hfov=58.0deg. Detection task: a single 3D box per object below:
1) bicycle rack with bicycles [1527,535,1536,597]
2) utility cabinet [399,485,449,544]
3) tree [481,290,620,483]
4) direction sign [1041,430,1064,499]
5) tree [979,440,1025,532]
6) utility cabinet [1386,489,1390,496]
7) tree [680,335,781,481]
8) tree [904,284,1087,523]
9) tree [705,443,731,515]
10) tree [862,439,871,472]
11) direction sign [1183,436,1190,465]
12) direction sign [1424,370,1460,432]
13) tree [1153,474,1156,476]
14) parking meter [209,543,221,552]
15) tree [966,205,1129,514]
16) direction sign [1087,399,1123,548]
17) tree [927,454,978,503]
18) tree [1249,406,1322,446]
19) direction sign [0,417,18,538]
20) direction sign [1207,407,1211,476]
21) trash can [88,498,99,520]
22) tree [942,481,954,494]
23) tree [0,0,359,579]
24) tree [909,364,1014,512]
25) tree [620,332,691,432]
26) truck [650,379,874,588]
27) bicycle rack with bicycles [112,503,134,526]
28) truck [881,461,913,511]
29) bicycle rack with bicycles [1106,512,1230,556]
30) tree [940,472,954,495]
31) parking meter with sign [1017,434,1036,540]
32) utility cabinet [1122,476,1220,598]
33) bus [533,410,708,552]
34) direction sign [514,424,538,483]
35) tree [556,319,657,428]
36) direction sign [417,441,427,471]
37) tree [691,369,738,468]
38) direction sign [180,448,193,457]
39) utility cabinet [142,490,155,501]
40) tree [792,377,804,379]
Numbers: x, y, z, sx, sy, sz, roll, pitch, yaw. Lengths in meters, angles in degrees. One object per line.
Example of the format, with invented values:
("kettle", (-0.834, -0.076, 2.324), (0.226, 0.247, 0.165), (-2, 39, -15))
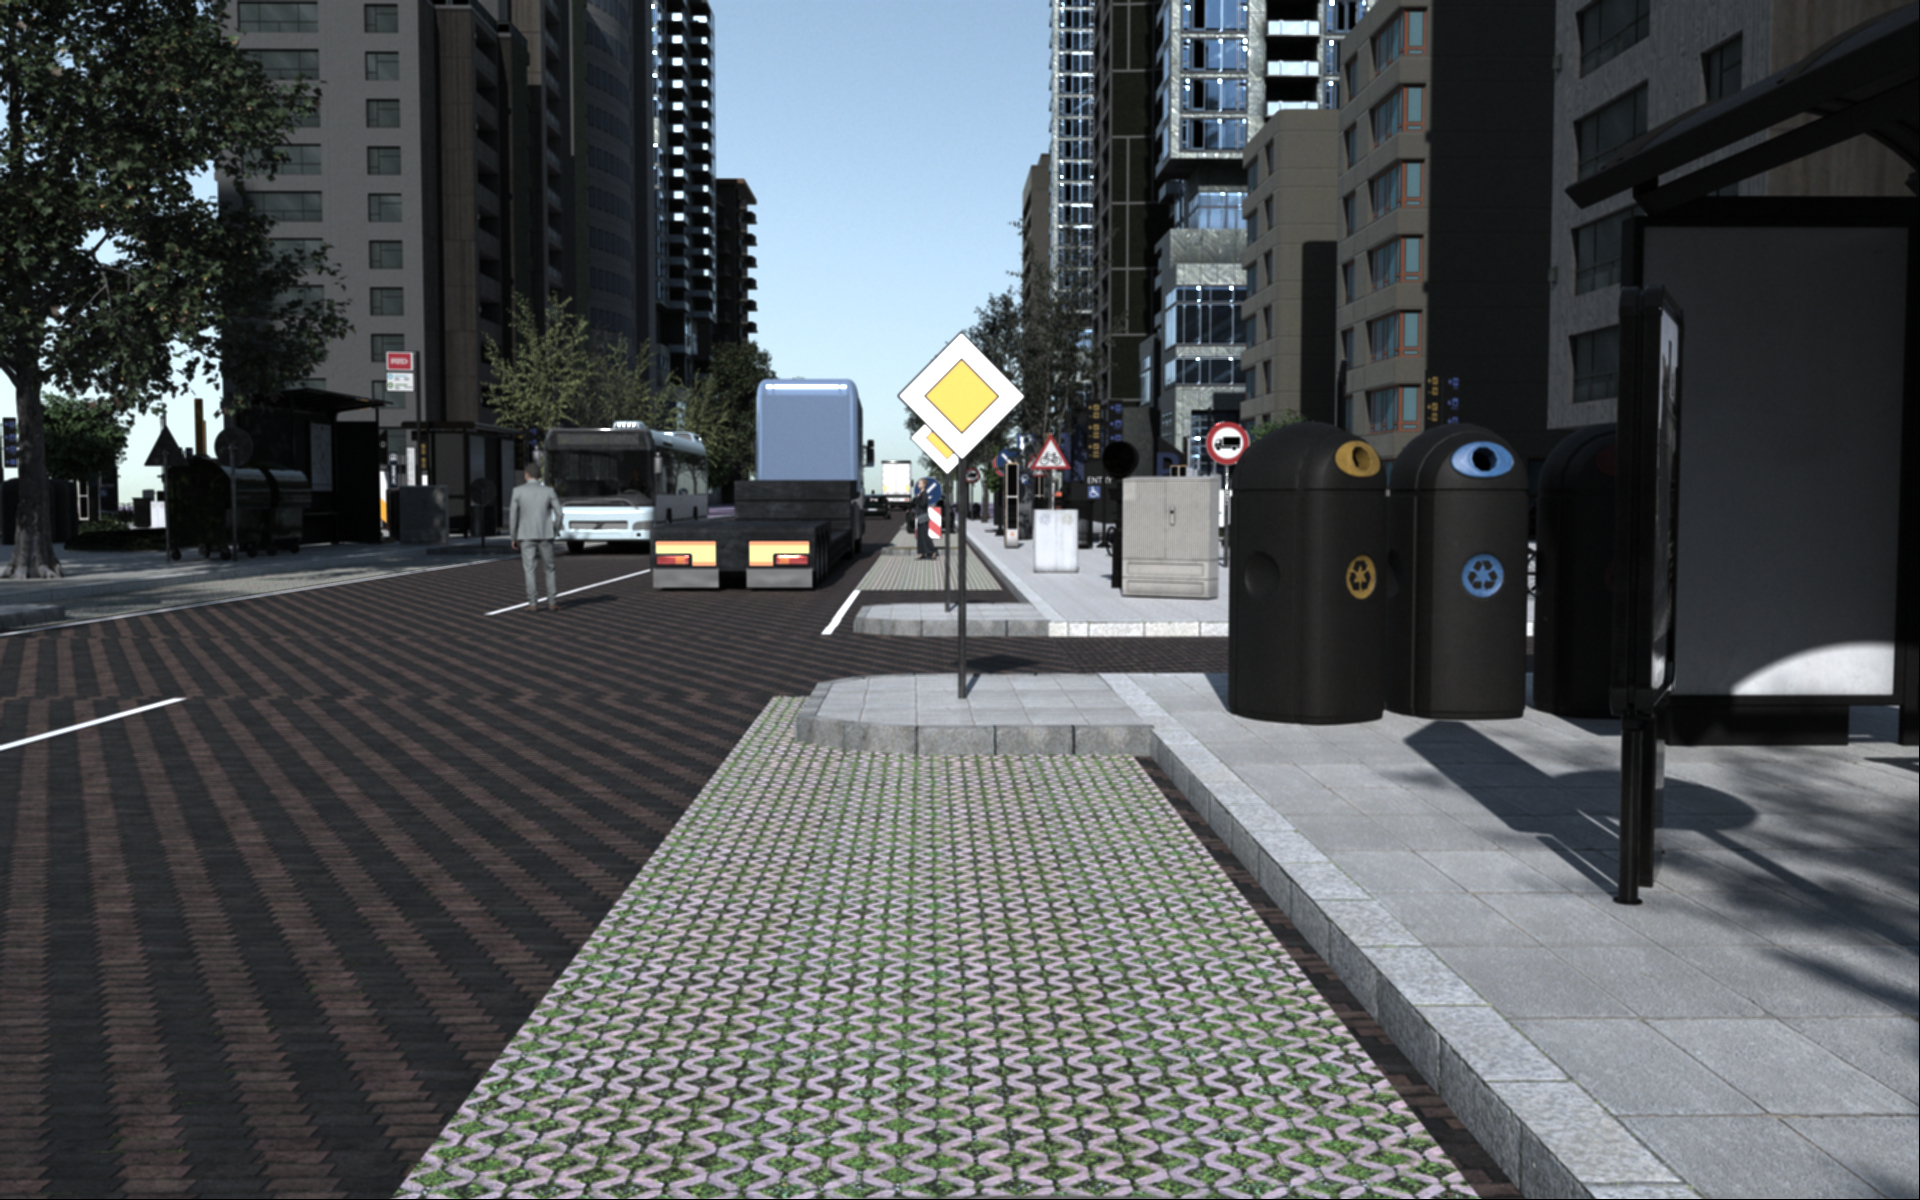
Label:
("bicycle rack with bicycles", (7.736, -0.459, 20.893), (2.852, 0.926, 2.925), (-3, 5, -43))
("utility cabinet", (-13.611, -2.160, 43.991), (1.173, 1.500, 0.318), (0, 4, 1))
("tree", (-14.852, -6.813, 61.752), (4.737, 8.622, 4.395), (0, 3, 0))
("direction sign", (3.303, -4.221, 61.009), (0.876, 3.537, 0.379), (0, 4, -1))
("tree", (1.342, -3.918, 58.667), (1.663, 3.219, 1.824), (0, 3, 0))
("utility cabinet", (12.706, -2.617, 51.473), (0.318, 1.500, 1.173), (0, 4, -3))
("tree", (-15.802, -12.738, 125.267), (9.611, 12.733, 9.660), (0, 3, 0))
("tree", (1.355, -8.740, 77.318), (7.601, 10.594, 8.767), (3, 4, 38))
("tree", (-15.898, -7.680, 109.289), (4.285, 4.588, 4.351), (0, 3, 0))
("tree", (-17.717, -20.911, 252.257), (12.009, 13.543, 11.850), (0, 3, 0))
("direction sign", (8.884, -4.650, 68.027), (0.379, 3.537, 0.876), (0, 4, -7))
("direction sign", (8.857, -2.440, 31.883), (0.876, 3.537, 0.379), (-2, 4, -32))
("tree", (10.883, -5.903, 91.118), (1.663, 3.219, 1.824), (0, 3, 0))
("parking meter", (-16.442, -1.984, 38.146), (0.255, 1.863, 0.399), (-1, 4, -23))
("tree", (2.373, -5.780, 44.873), (4.360, 8.622, 3.978), (0, 3, 0))
("direction sign", (3.464, -3.031, 41.548), (0.876, 3.537, 0.379), (-1, 4, -10))
("tree", (-0.705, -19.518, 237.239), (7.486, 12.596, 7.792), (0, 3, 0))
("tree", (12.286, -4.954, 64.715), (4.285, 4.588, 4.351), (0, 3, 0))
("direction sign", (-28.351, -3.622, 51.212), (0.876, 3.537, 0.379), (-1, 4, -19))
("direction sign", (6.532, -3.270, 45.461), (0.379, 3.537, 0.876), (0, 4, 4))
("trash can", (-31.883, -3.164, 63.380), (0.748, 1.137, 0.748), (0, 3, 0))
("tree", (-1.885, -14.127, 225.574), (1.663, 3.219, 1.824), (0, 3, 0))
("tree", (-14.275, -6.689, 26.368), (9.611, 12.733, 9.660), (0, 3, 0))
("tree", (0.227, -12.134, 124.146), (9.928, 11.665, 9.643), (0, 3, 0))
("tree", (-15.130, -7.914, 79.753), (4.737, 8.622, 4.395), (0, 3, 0))
("truck", (-3.484, -2.749, 34.700), (2.967, 4.110, 18.799), (0, 4, -1))
("bicycle rack with bicycles", (-33.064, -3.458, 69.926), (2.852, 0.926, 2.925), (0, 4, 8))
("truck", (-5.481, -9.902, 150.814), (2.839, 4.237, 11.283), (0, 4, -1))
("bicycle rack with bicycles", (4.351, -1.298, 34.602), (2.852, 0.926, 2.925), (-1, 4, -9))
("tree", (0.950, -8.368, 87.185), (4.360, 8.622, 3.978), (0, 3, 0))
("parking meter with sign", (1.841, -3.242, 49.270), (0.543, 3.016, 1.738), (0, 4, 5))
("utility cabinet", (2.586, -0.775, 21.353), (1.173, 1.500, 0.318), (2, 4, 32))
("bus", (-8.669, -3.129, 46.012), (2.948, 3.499, 13.247), (0, 4, -2))
("direction sign", (-14.145, -3.946, 56.520), (0.379, 3.537, 0.876), (3, 5, 40))
("tree", (-15.134, -7.498, 72.951), (4.360, 8.622, 3.978), (0, 3, 0))
("direction sign", (-17.754, -4.036, 57.989), (0.876, 3.537, 0.379), (1, 4, 12))
("tree", (-15.519, -9.292, 102.287), (4.737, 8.622, 4.395), (0, 3, 0))
("direction sign", (-37.775, -5.652, 84.403), (0.379, 3.537, 0.876), (3, 4, 37))
("utility cabinet", (-39.605, -4.639, 84.524), (0.318, 1.500, 1.173), (-1, 4, -13))
("tree", (-16.406, -17.123, 186.609), (9.857, 13.997, 8.962), (0, 3, 0))
